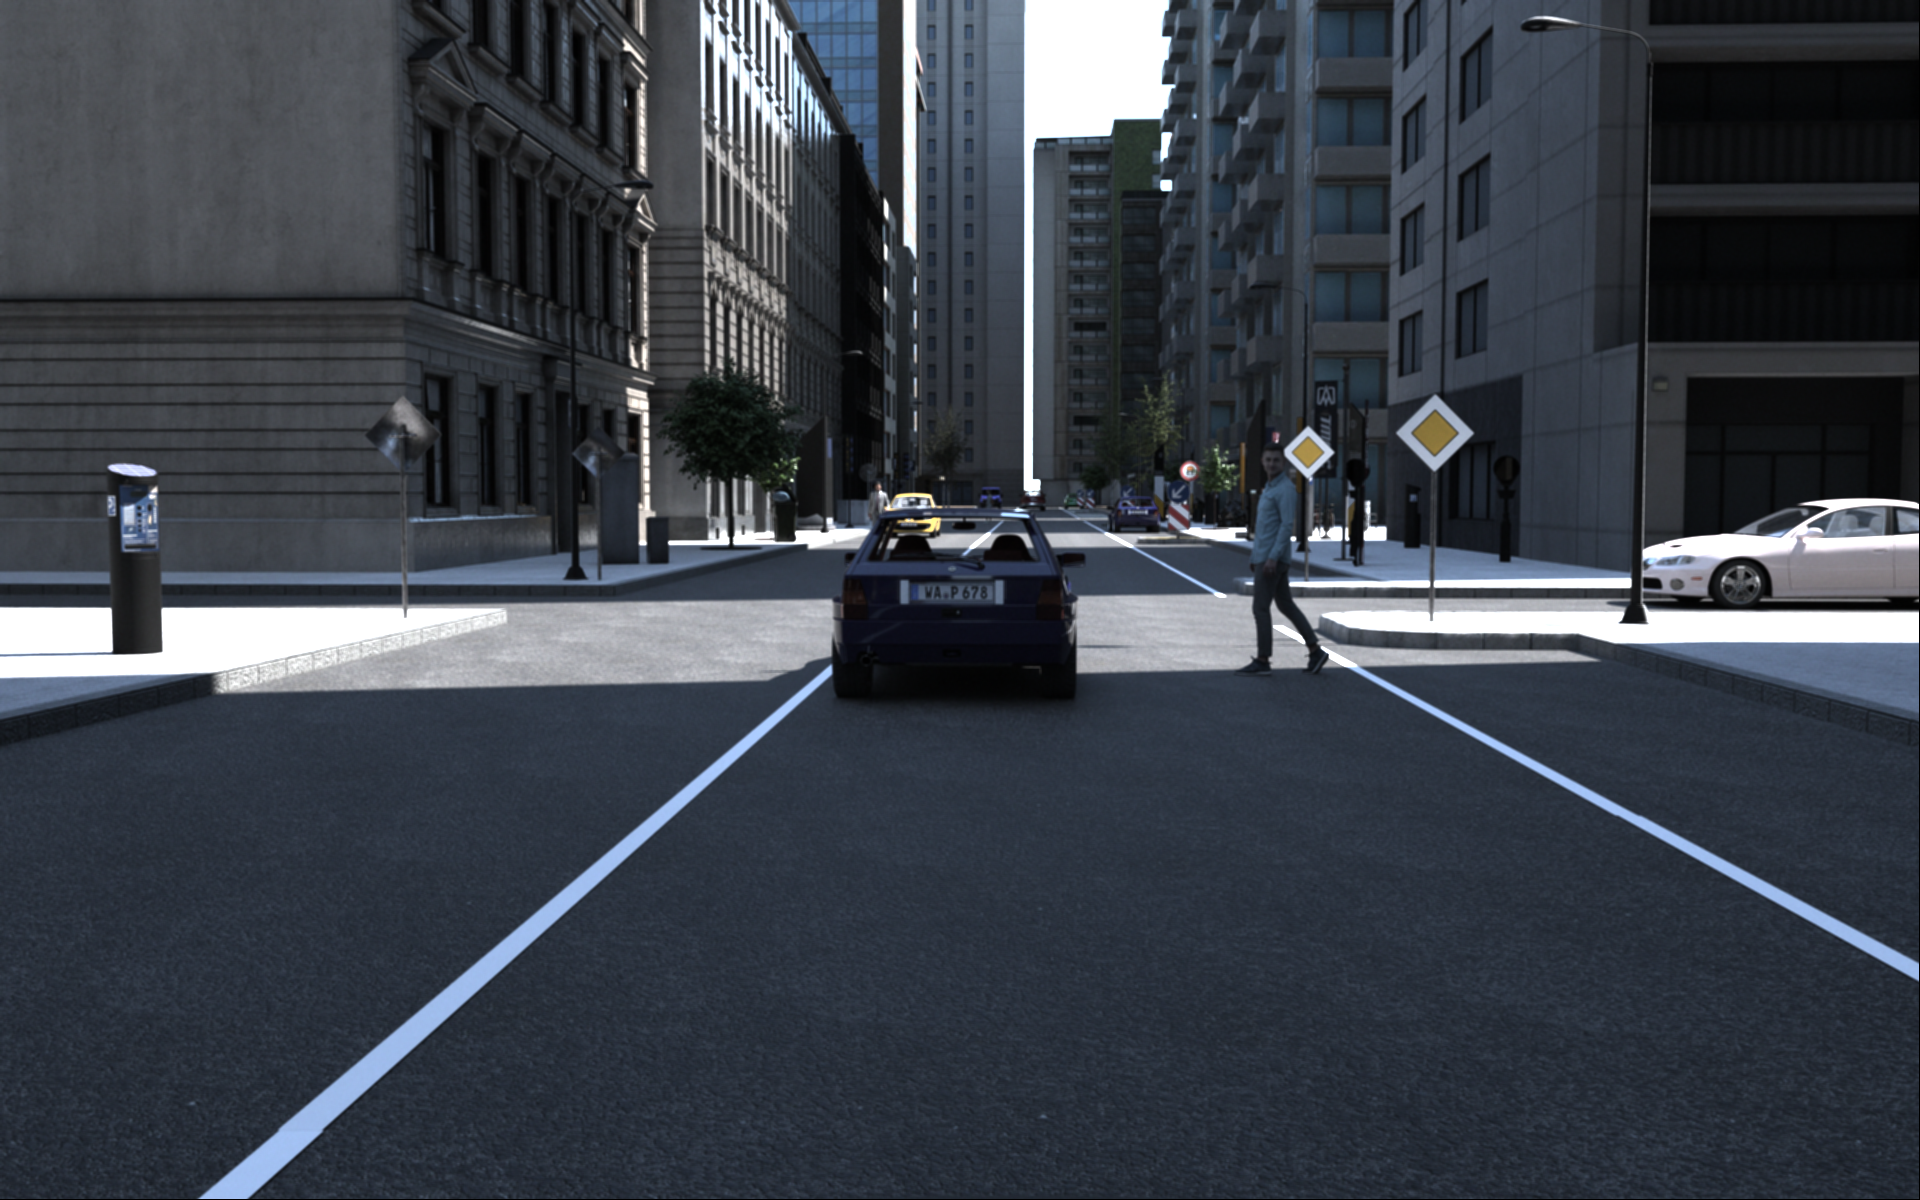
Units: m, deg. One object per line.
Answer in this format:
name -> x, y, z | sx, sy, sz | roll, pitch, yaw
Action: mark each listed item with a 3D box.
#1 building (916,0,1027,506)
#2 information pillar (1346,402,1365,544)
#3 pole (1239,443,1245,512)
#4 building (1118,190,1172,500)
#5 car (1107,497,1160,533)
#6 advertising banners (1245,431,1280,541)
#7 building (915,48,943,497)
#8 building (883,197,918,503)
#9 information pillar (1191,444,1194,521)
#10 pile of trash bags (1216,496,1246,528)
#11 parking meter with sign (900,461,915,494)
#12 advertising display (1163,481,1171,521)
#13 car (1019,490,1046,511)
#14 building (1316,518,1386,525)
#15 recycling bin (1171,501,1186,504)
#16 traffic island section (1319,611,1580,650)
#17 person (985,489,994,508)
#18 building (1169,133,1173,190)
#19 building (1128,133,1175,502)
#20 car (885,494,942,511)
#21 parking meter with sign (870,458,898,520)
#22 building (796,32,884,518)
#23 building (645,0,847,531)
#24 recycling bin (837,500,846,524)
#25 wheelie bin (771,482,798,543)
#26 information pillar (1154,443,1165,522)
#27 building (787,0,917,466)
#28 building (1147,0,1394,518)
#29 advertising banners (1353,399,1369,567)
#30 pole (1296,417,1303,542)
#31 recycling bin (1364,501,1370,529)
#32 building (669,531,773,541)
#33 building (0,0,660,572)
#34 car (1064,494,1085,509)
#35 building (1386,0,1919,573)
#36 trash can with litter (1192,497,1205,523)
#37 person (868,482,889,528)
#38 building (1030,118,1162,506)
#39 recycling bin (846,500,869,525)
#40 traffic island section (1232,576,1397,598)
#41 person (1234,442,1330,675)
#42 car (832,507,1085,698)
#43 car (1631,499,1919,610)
building -> -6.643, -39.995, 195.915 | 28.212, 58.520, 21.231 | 0, 4, 2
information pillar -> 10.086, -3.227, 44.123 | 0.183, 3.616, 0.504 | -2, 4, -32
pole -> 11.173, -4.572, 68.593 | 0.158, 3.312, 0.155 | 0, 3, 0
building -> 22.219, -24.166, 166.810 | 14.160, 30.474, 14.107 | 0, 4, 2
car -> 6.525, -3.213, 65.118 | 1.945, 1.354, 3.894 | 0, 4, 1
advertising banners -> 8.405, -3.163, 47.908 | 0.090, 3.025, 2.074 | 2, 4, 35
building -> -16.457, -31.156, 164.020 | 28.867, 44.769, 22.147 | 0, 4, 2
building -> -17.601, -16.574, 116.032 | 27.650, 21.520, 28.899 | 0, 4, 2
information pillar -> 10.959, -5.521, 81.616 | 0.183, 3.616, 0.504 | 1, 4, 16
pile of trash bags -> 11.242, -3.484, 66.720 | 1.912, 1.369, 3.447 | 2, 4, 30
parking meter with sign -> -3.201, -5.713, 89.668 | 1.738, 3.016, 0.543 | -2, 4, -35
advertising display -> 9.736, -4.761, 83.060 | 0.974, 1.923, 0.123 | -3, 5, -40
car -> 6.182, -8.462, 147.023 | 2.281, 1.827, 5.304 | 0, 4, 0
building -> 24.316, -28.282, 82.016 | 23.786, 49.044, 30.456 | 0, 4, 2
recycling bin -> 12.465, -5.297, 99.167 | 0.722, 1.027, 0.722 | -2, 4, -31
traffic island section -> 4.749, 0.300, 17.384 | 2.009, 0.180, 2.903 | 0, 4, 2
person -> 1.433, -4.655, 85.608 | 0.522, 1.701, 0.512 | 0, 4, 6
building -> 36.551, -33.097, 195.756 | 28.867, 44.769, 22.147 | 0, 4, 2
building -> 30.796, -27.843, 147.116 | 32.217, 40.220, 23.993 | 0, 4, 2
car -> -1.566, -2.908, 57.762 | 2.015, 1.641, 3.980 | 0, 4, 2
parking meter with sign -> -4.007, -5.378, 84.199 | 1.738, 3.016, 0.543 | 1, 4, 9
building -> -10.861, -16.030, 91.771 | 12.332, 23.373, 15.834 | 0, 4, 2
building -> -10.656, -13.752, 74.003 | 9.793, 20.994, 18.267 | 0, 4, 2
recycling bin -> -4.823, -3.817, 74.959 | 0.722, 1.027, 0.722 | 3, 5, 44
wheelie bin -> -4.676, -2.331, 46.020 | 0.693, 1.594, 0.980 | -1, 4, -14
information pillar -> 9.174, -5.399, 79.623 | 0.504, 3.616, 0.183 | 3, 4, 37
building -> -10.807, -29.751, 136.545 | 14.600, 45.320, 14.200 | 0, 4, 2
building -> 25.575, -30.597, 119.870 | 23.786, 49.044, 30.456 | 0, 4, 2
advertising banners -> 7.296, -2.155, 31.429 | 0.090, 3.025, 2.074 | 1, 4, 19
pole -> 9.067, -3.198, 46.132 | 0.158, 3.312, 0.155 | 0, 3, 0
recycling bin -> 14.691, -3.132, 63.763 | 0.722, 1.027, 0.722 | 1, 4, 19
building -> -11.163, -12.634, 55.712 | 9.793, 20.994, 18.267 | 0, 4, 2
building -> -13.250, -10.544, 37.025 | 10.561, 19.102, 19.286 | 0, 4, 2
car -> 10.795, -9.474, 163.689 | 1.959, 1.807, 4.718 | 0, 4, 1
building -> 21.647, -36.541, 35.697 | 20.611, 71.187, 20.563 | 0, 4, 2
trash can with litter -> 10.873, -4.024, 77.183 | 1.055, 1.170, 0.624 | 1, 4, 11
person -> -2.403, -2.595, 51.196 | 0.678, 1.792, 0.850 | 0, 4, 6
building -> 14.889, -31.093, 191.962 | 14.086, 41.232, 14.154 | 0, 4, 2
recycling bin -> -4.145, -3.588, 71.210 | 0.722, 1.027, 0.722 | 1, 4, 10
traffic island section -> 5.090, -0.188, 25.362 | 2.009, 0.180, 2.903 | 0, 4, 2
person -> 2.550, -0.325, 13.674 | 0.748, 1.841, 0.638 | 1, 4, 11
car -> 0.020, -0.057, 13.516 | 1.945, 1.354, 3.894 | 0, 4, 2
car -> 11.169, -0.607, 22.283 | 4.827, 1.381, 2.083 | 0, 4, 2
